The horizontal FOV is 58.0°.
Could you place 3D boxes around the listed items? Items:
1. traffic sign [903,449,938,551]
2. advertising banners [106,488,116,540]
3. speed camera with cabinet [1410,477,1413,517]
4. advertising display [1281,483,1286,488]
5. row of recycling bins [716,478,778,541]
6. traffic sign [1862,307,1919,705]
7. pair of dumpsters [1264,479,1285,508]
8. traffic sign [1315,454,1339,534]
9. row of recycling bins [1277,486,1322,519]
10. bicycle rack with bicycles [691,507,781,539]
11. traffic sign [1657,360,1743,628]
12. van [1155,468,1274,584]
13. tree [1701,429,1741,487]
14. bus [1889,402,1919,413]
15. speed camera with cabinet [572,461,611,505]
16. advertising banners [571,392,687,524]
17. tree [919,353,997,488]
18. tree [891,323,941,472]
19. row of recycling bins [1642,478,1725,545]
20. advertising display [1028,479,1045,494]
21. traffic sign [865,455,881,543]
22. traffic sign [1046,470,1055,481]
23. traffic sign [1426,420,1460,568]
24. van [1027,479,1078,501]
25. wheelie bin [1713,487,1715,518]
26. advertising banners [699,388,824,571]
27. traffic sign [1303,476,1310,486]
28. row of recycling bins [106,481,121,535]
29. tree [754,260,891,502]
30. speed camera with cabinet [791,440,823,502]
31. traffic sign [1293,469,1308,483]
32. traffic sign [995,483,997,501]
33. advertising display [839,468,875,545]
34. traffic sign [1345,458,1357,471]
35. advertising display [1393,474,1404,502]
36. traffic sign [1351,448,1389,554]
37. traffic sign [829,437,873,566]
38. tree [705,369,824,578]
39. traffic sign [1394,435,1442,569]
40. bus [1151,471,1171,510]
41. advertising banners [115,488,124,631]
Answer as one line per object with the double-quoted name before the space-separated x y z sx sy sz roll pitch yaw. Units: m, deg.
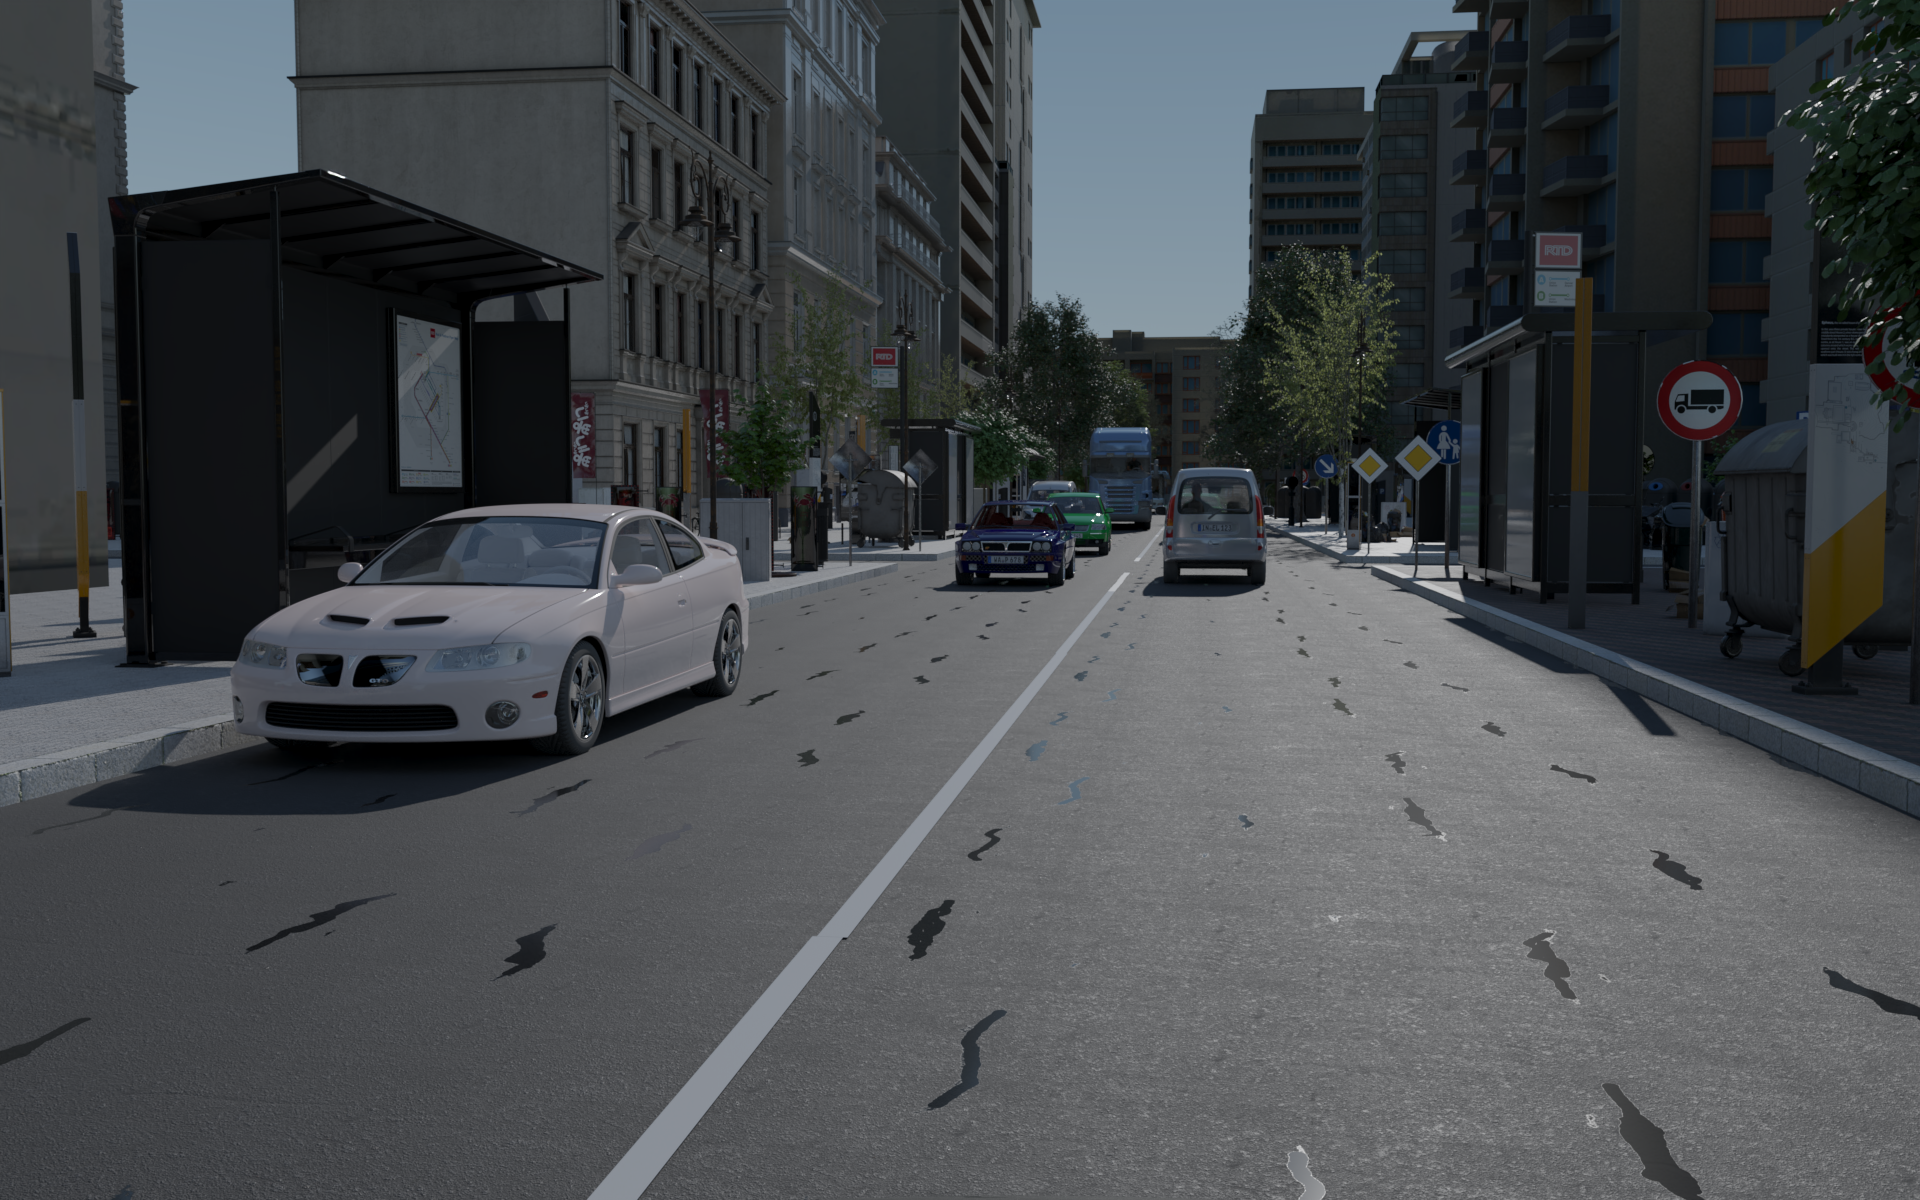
"traffic sign" -0.888 -2.141 38.640 0.795 2.450 0.064 0 4 8
"advertising banners" -23.772 -3.183 48.232 2.074 3.025 0.090 0 4 2
"speed camera with cabinet" 25.415 -6.261 96.706 0.660 3.252 2.038 3 5 41
"advertising display" 19.821 -6.071 104.467 0.974 1.923 0.123 3 5 41
"row of recycling bins" -5.648 -2.370 45.864 1.069 1.692 3.534 1 4 14
"traffic sign" 5.851 -0.637 10.514 0.768 2.556 0.104 1 4 13
"pair of dumpsters" 20.084 -6.545 109.503 1.574 2.255 4.437 0 4 8
"traffic sign" 11.769 -3.394 55.598 0.768 2.556 0.104 1 4 16
"row of recycling bins" 18.092 -5.220 92.455 1.069 1.692 3.534 -1 4 -22
"bicycle rack with bicycles" -6.617 -2.217 49.631 2.852 0.926 2.925 3 5 39
"traffic sign" 7.022 -1.004 16.526 0.768 2.556 0.104 1 4 11
"van" 4.278 -1.352 29.121 2.013 2.044 4.112 0 4 8
"tree" 22.847 -3.463 51.218 1.663 3.219 1.824 0 3 0
"bus" 23.206 -2.442 31.476 12.252 3.916 2.896 0 4 6
"speed camera with cabinet" -10.039 -3.178 46.293 2.038 3.252 0.660 2 4 35
"advertising banners" -5.771 -2.066 29.963 2.074 3.025 0.090 -1 4 -19
"tree" -0.133 -8.521 89.677 4.360 8.622 3.978 0 3 0
"tree" -2.542 -7.436 71.945 4.737 8.622 4.395 0 3 0
"row of recycling bins" 18.142 -2.249 43.876 3.534 1.692 1.069 3 5 45
"advertising display" 3.201 -4.278 75.159 0.974 1.923 0.123 -1 4 -13
"traffic sign" -2.356 -2.626 45.070 0.606 2.300 0.079 1 4 8
"traffic sign" 4.327 -5.265 86.180 0.768 2.556 0.104 1 4 15
"traffic sign" 8.412 -1.819 29.850 0.768 2.556 0.104 1 4 9
"van" 2.840 -2.858 53.735 2.013 2.044 4.112 0 4 8
"wheelie bin" 21.859 -2.557 49.717 0.693 1.594 0.980 3 5 40
"advertising banners" -3.306 -1.991 28.734 2.074 3.025 0.090 0 4 4
"traffic sign" 20.699 -6.387 104.531 0.768 2.556 0.104 1 4 16
"row of recycling bins" -26.834 -2.956 55.442 1.069 1.692 3.534 0 4 4
"tree" -4.514 -6.405 55.090 4.737 8.622 4.395 0 3 0
"speed camera with cabinet" -5.351 -4.052 60.589 0.660 3.252 2.038 -1 4 -22
"traffic sign" 16.625 -5.168 84.607 0.768 2.556 0.104 1 4 17
"traffic sign" 1.409 -4.146 67.787 0.884 2.594 0.081 1 4 15
"advertising display" -2.597 -2.365 43.877 0.974 1.923 0.123 1 4 22
"traffic sign" 14.045 -3.776 61.839 0.768 2.556 0.104 1 4 15
"advertising display" 14.007 -3.065 55.323 0.123 1.923 0.974 2 4 27
"traffic sign" 8.818 -2.060 37.330 0.795 2.450 0.064 0 4 8
"traffic sign" -1.943 -1.656 30.724 0.795 2.450 0.064 0 4 8
"tree" -3.116 -1.984 27.047 1.663 3.219 1.824 0 3 0
"traffic sign" 7.763 -1.576 29.415 0.795 2.450 0.064 0 4 8
"bus" 14.677 -8.470 133.337 2.948 3.499 13.247 1 4 9
"advertising banners" -7.299 -1.240 16.459 0.090 3.025 2.074 1 4 10
